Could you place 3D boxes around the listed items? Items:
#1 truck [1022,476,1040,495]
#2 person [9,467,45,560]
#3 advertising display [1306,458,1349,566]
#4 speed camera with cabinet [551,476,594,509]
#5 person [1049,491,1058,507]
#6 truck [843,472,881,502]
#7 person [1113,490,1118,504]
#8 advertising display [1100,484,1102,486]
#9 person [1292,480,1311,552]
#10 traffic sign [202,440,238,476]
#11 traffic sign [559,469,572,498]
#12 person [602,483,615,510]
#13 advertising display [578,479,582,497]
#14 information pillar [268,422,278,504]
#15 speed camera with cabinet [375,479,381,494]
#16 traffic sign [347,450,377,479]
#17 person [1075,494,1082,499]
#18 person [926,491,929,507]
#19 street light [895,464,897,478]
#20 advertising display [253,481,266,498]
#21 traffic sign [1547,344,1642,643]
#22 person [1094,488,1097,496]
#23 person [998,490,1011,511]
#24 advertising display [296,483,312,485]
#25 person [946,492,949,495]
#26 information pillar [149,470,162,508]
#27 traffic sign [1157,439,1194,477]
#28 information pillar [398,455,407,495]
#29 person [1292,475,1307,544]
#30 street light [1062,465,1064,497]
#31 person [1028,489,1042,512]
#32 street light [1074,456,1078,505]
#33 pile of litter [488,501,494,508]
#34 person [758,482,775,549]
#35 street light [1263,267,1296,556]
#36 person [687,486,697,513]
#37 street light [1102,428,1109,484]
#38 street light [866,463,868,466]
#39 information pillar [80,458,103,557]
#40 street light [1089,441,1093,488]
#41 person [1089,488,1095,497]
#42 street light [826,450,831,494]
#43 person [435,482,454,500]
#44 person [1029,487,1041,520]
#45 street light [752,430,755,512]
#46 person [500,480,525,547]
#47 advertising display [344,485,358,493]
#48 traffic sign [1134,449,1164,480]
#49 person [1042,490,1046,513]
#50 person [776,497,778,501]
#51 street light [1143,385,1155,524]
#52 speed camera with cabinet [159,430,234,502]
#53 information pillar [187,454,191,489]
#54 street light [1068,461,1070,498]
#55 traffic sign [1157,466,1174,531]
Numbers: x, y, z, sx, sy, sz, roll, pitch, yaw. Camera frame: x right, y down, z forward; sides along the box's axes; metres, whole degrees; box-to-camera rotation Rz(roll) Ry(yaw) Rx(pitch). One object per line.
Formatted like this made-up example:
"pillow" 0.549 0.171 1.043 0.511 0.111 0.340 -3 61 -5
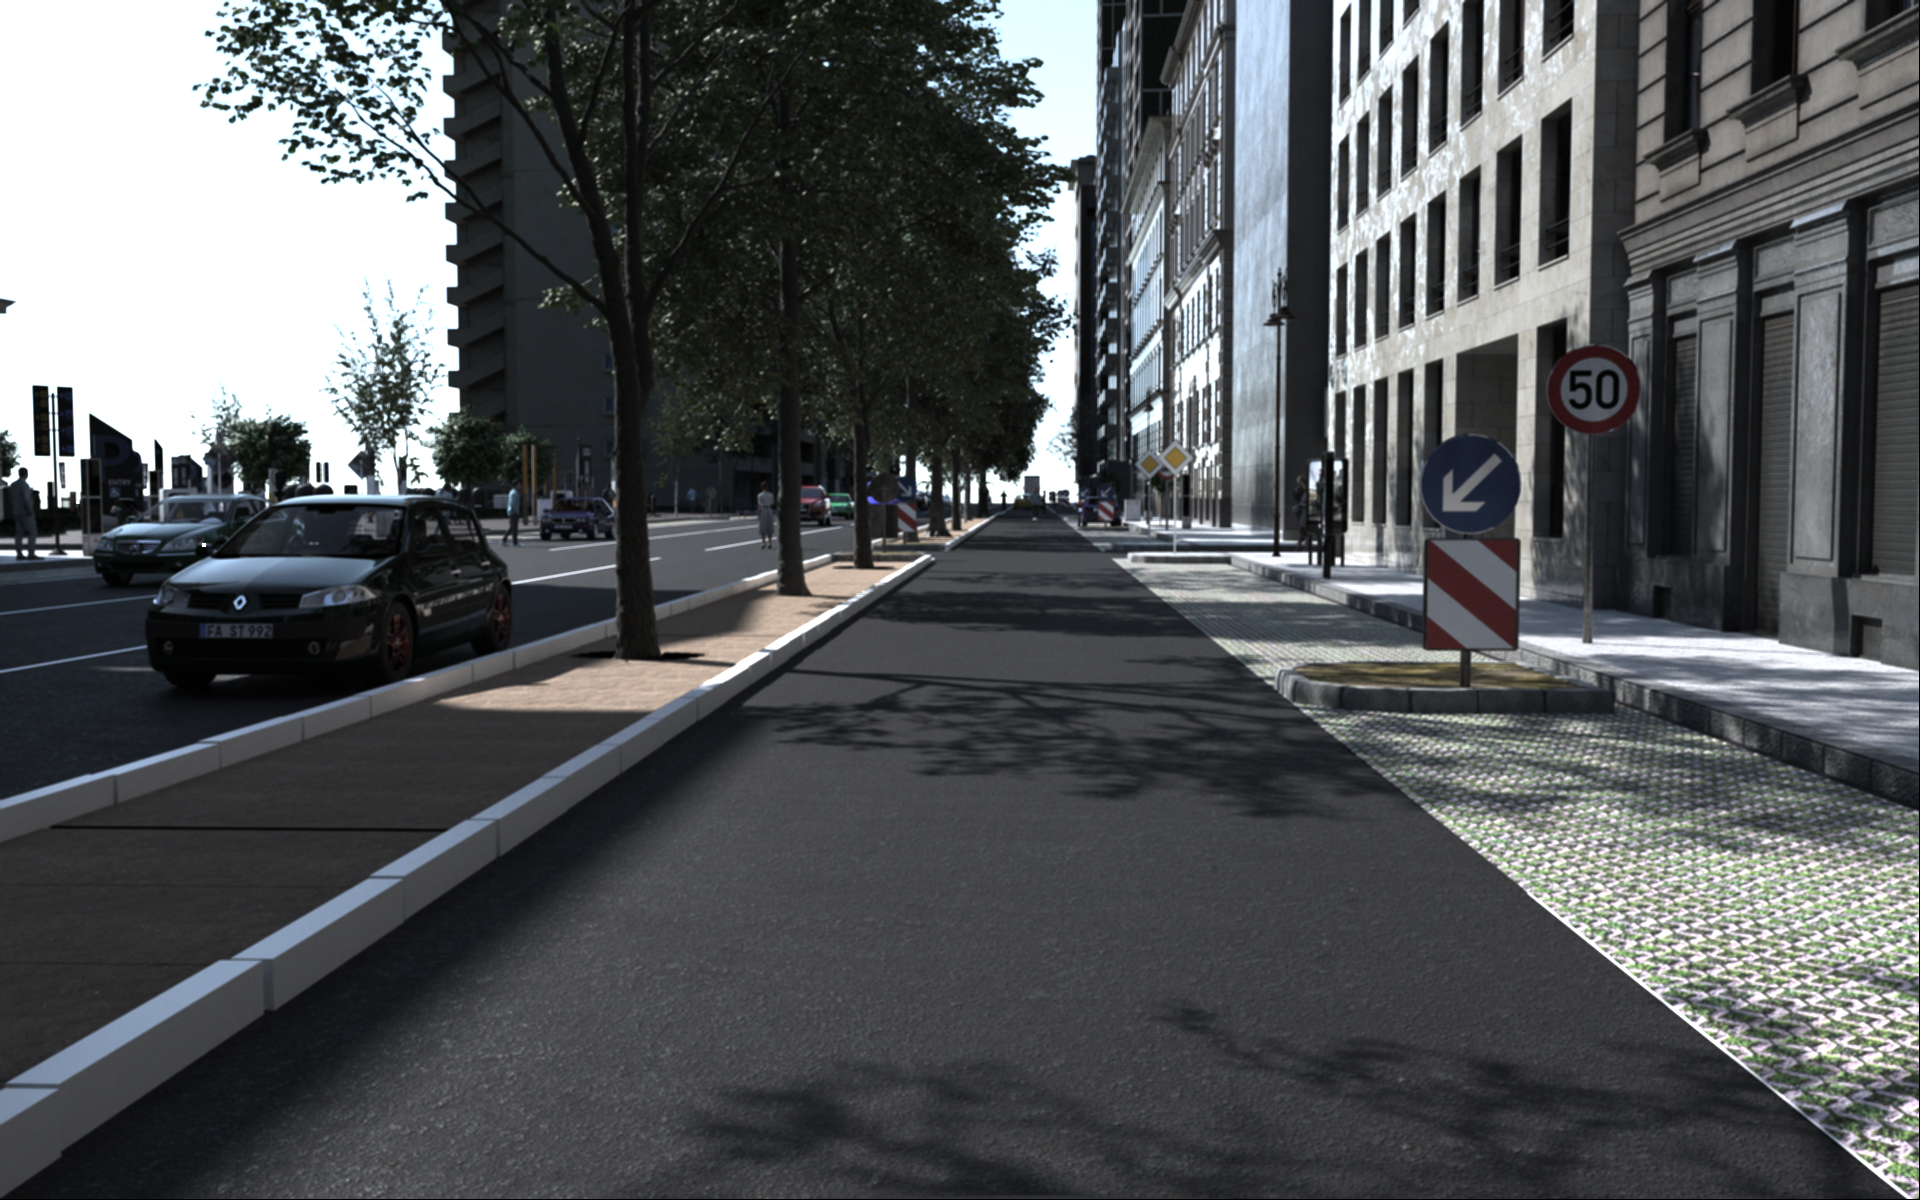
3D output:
"truck" 11.051 -17.008 266.987 2.839 4.237 11.283 0 4 2
"person" -18.220 -1.686 33.706 0.635 1.810 0.391 1 4 21
"advertising display" 6.576 -1.581 31.056 0.123 1.923 0.974 -2 4 -30
"speed camera with cabinet" -19.379 -5.636 86.488 2.038 3.252 0.660 0 4 3
"person" 9.852 -10.507 181.007 1.217 1.735 0.721 2 4 35
"truck" -8.088 -9.534 151.806 3.469 3.379 9.791 0 4 3
"person" 9.307 -5.821 103.818 0.503 1.515 0.523 -2 4 -28
"advertising display" 9.380 -6.649 113.920 0.123 1.923 0.974 1 4 18
"person" 8.417 -2.049 42.350 0.374 1.781 0.599 -1 4 -14
"traffic sign" -16.086 -2.169 37.650 0.795 2.593 0.064 0 4 2
"traffic sign" -16.392 -4.273 71.988 0.606 2.300 0.079 1 4 11
"person" -17.234 -4.814 84.737 0.794 1.824 0.713 1 4 8
"advertising display" -16.381 -4.248 74.663 0.123 1.923 0.974 -1 4 -9
"information pillar" -22.281 -3.964 56.169 0.183 3.616 0.504 0 4 0
"speed camera with cabinet" -36.283 -6.920 107.470 0.660 3.252 2.038 -1 4 -22
"traffic sign" -15.759 -2.657 45.629 0.795 2.593 0.064 0 4 2
"person" 12.666 -10.703 181.135 1.348 1.812 0.705 1 4 20
"person" -3.626 -11.174 191.752 0.990 1.755 0.434 -2 4 -23
"street light" -9.369 -17.049 251.539 0.468 5.910 1.993 0 4 2
"advertising display" -33.089 -4.684 81.793 0.123 1.923 0.974 0 4 6
"traffic sign" 5.402 -0.901 14.832 0.768 2.556 0.104 1 4 12
"person" 12.206 -9.226 156.905 0.705 1.822 1.348 1 4 17
"person" 3.810 -8.610 149.407 1.348 1.807 0.705 -2 4 -33
"advertising display" -39.288 -6.027 103.763 0.974 1.923 0.123 0 4 -1
"person" -1.637 -12.758 218.564 0.415 1.643 0.593 1 4 15
"information pillar" -25.002 -3.020 53.861 0.304 2.012 0.304 -1 4 -9
"traffic sign" 4.590 -2.116 36.785 0.795 2.593 0.064 0 4 2
"information pillar" -33.197 -6.840 103.188 0.504 3.616 0.183 -1 4 -23
"person" 8.847 -2.328 44.519 0.534 1.772 0.576 2 4 35
"street light" 16.505 -18.715 278.775 0.468 5.910 1.993 0 4 2
"person" 6.021 -7.885 137.431 1.348 1.822 0.705 -1 4 -16
"street light" 13.071 -13.630 195.637 0.468 5.910 1.993 0 4 2
"pile of litter" -31.860 -6.366 118.054 1.719 0.858 1.176 1 4 15
"person" -5.111 -2.227 45.488 0.480 1.755 0.524 -2 4 -28
"street light" 6.521 -3.836 35.514 0.468 5.910 1.993 0 4 2
"person" -17.799 -6.675 115.048 0.638 1.841 0.748 0 4 6
"street light" 9.995 -8.966 119.383 0.468 5.910 1.993 0 4 2
"street light" -11.254 -14.275 206.177 0.468 5.910 1.993 0 4 2
"information pillar" -17.881 -1.907 35.670 0.304 2.012 0.304 3 5 39
"street light" 11.342 -10.821 149.716 0.468 5.910 1.993 0 4 2
"person" 11.147 -8.557 146.044 0.705 1.812 1.348 2 4 28
"street light" -12.714 -11.995 168.913 0.468 5.910 1.993 0 4 2
"person" -15.636 -2.663 52.309 0.793 1.790 0.793 -2 4 -25
"person" 4.173 -5.359 96.142 0.660 1.820 0.620 -1 4 -13
"street light" -14.702 -9.168 122.681 0.468 5.910 1.993 0 4 2
"person" -12.245 -2.373 47.312 0.620 1.820 0.660 -2 4 -27
"advertising display" -41.836 -6.958 118.980 0.123 1.923 0.974 3 5 43
"traffic sign" 4.917 -2.604 44.764 0.795 2.593 0.064 0 4 2
"person" 6.200 -7.327 129.005 0.721 1.736 1.217 0 4 -4
"person" -12.633 -7.035 123.536 0.705 1.822 1.348 3 5 42
"street light" 7.970 -6.146 73.278 0.468 5.910 1.993 0 4 2
"speed camera with cabinet" -23.270 -3.576 52.807 2.038 3.252 0.660 -3 4 -38
"information pillar" -44.292 -6.601 99.279 0.504 3.616 0.183 -2 4 -35
"street light" 14.729 -15.940 233.410 0.468 5.910 1.993 0 4 2
"traffic sign" 7.286 -3.718 60.896 0.768 2.556 0.104 0 4 6
